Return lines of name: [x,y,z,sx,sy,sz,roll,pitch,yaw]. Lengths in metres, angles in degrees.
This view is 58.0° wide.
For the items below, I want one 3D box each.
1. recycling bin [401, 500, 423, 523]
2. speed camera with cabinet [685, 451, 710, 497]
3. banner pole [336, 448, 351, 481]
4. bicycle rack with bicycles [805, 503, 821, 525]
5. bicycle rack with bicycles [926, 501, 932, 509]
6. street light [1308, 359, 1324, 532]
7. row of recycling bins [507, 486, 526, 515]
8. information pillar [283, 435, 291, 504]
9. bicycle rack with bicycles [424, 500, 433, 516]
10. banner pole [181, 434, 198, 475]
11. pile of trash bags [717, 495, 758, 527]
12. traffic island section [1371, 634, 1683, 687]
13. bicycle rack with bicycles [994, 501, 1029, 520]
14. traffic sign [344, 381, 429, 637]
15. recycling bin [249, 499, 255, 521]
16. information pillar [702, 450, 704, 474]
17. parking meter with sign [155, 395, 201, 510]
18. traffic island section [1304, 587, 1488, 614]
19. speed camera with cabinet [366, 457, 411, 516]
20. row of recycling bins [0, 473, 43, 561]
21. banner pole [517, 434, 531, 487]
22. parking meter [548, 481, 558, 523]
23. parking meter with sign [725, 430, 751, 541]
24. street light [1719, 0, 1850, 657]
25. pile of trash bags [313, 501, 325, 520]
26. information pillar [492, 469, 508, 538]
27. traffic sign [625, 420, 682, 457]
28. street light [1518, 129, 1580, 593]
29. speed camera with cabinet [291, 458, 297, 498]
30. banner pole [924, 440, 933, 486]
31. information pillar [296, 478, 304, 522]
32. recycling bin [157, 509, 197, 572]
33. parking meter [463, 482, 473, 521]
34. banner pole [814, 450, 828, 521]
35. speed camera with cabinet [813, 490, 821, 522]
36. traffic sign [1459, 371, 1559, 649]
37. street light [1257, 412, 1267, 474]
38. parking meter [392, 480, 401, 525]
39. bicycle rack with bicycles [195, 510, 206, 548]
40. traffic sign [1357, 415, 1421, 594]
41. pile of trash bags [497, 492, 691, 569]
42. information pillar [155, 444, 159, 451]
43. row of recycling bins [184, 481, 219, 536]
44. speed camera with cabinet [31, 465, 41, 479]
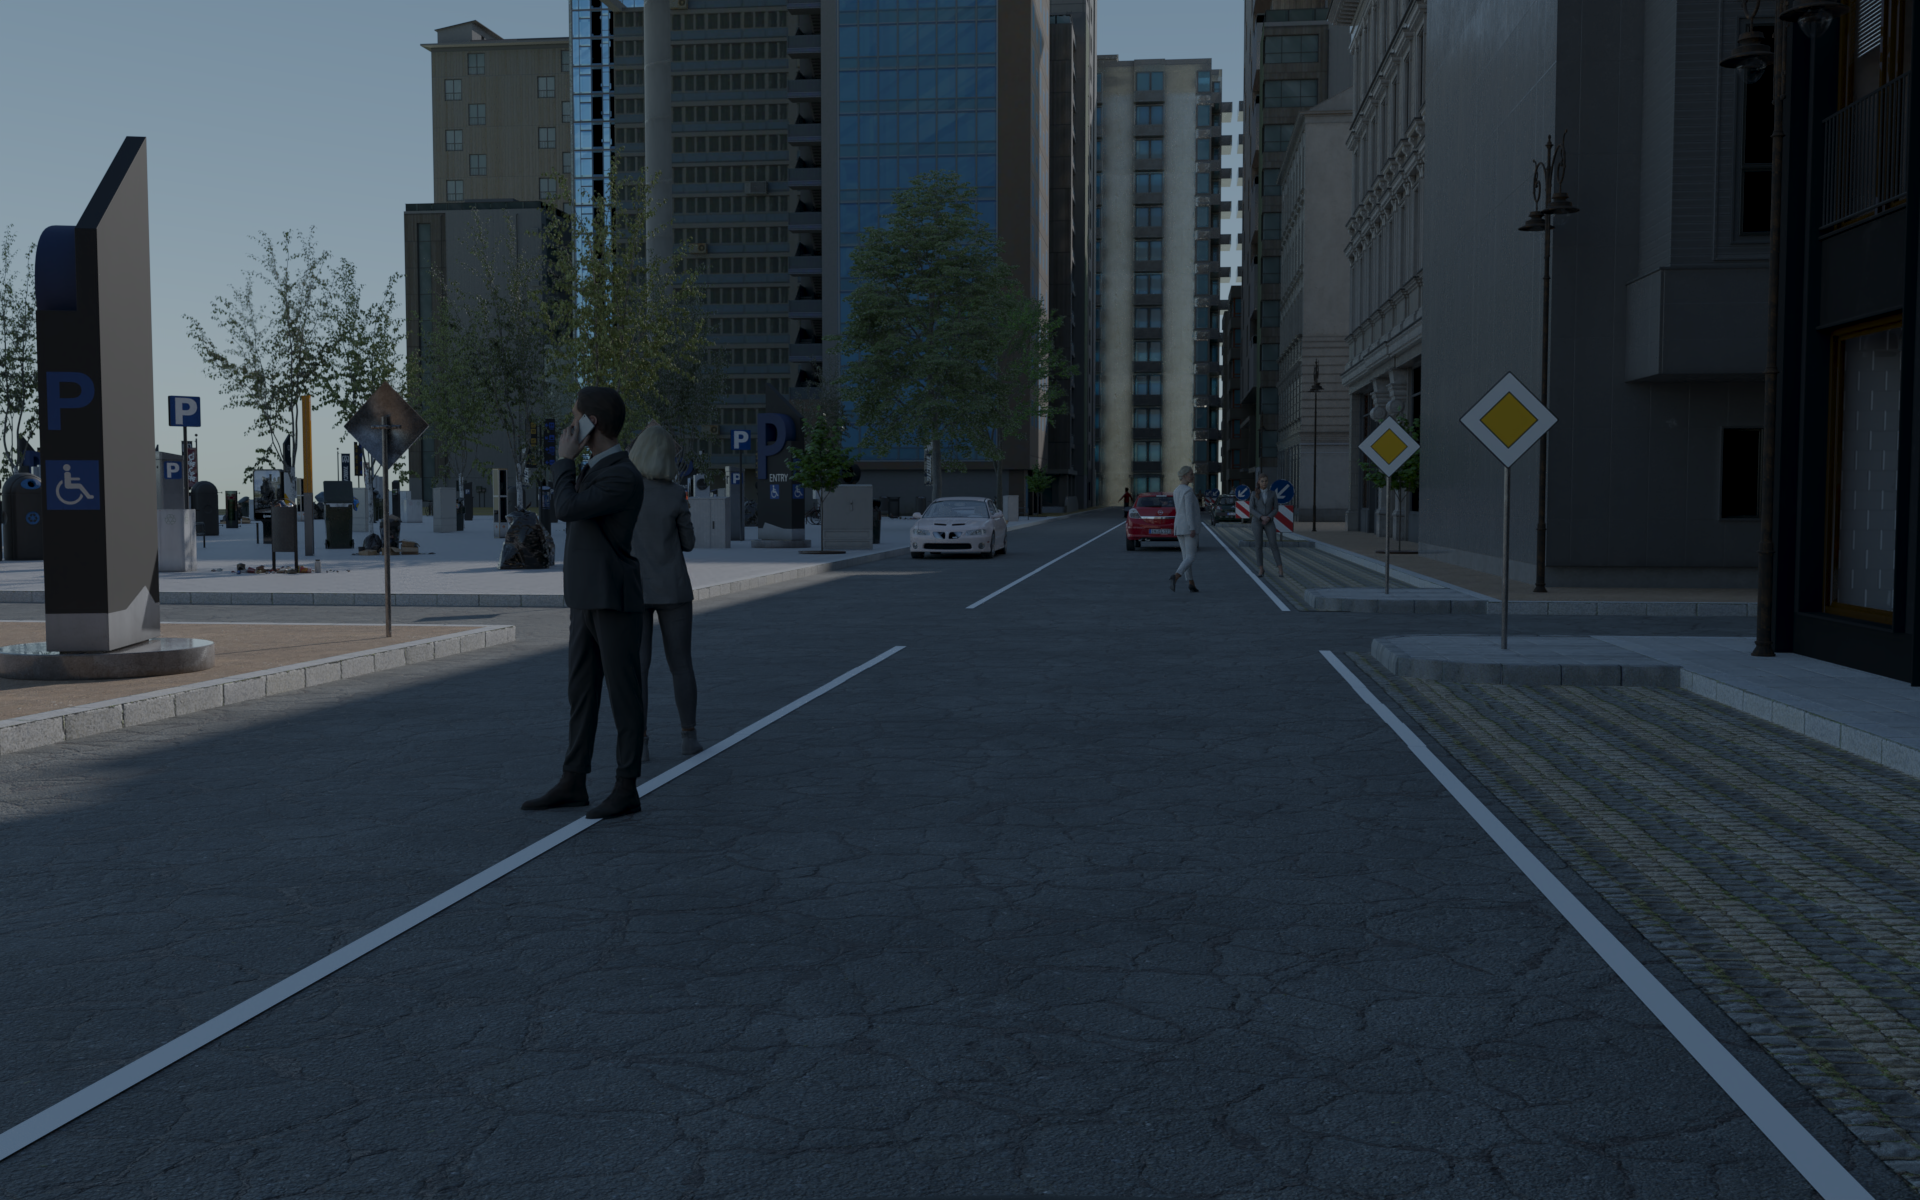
recycling bin: [-24.475,-3.961,77.318,0.722,1.027,0.722,-3,5,-39]
speed camera with cabinet: [-12.485,-5.182,79.060,2.038,3.252,0.660,-1,4,-16]
banner pole: [-33.308,-6.329,93.493,0.863,3.779,0.401,-2,4,-25]
bicycle rack with bicycles: [-5.572,-3.604,72.315,2.925,0.926,2.852,0,4,6]
bicycle rack with bicycles: [-0.634,-4.724,90.626,2.852,0.926,2.925,0,4,5]
street light: [12.148,-5.287,59.229,0.468,5.910,1.993,0,4,7]
row of recycling bins: [-22.505,-4.877,86.859,1.069,1.692,3.534,-2,4,-23]
information pillar: [-25.937,-4.615,66.810,0.183,3.616,0.504,0,4,7]
bicycle rack with bicycles: [-30.536,-5.226,98.819,2.852,0.926,2.925,-1,4,-17]
banner pole: [-31.761,-4.990,71.605,0.401,3.779,0.863,3,5,42]
pile of trash bags: [-9.538,-3.612,68.814,3.447,1.369,1.912,0,4,6]
traffic island section: [4.522,0.486,14.336,2.009,0.180,2.903,0,4,7]
bicycle rack with bicycles: [2.194,-4.420,85.656,2.852,0.926,2.925,-1,4,-14]
traffic sign: [-5.121,-0.724,15.472,0.795,2.450,0.064,0,4,7]
recycling bin: [-33.493,-4.302,82.886,0.722,1.027,0.722,1,4,18]
information pillar: [-13.547,-6.121,91.426,0.183,3.616,0.504,-1,4,-12]
parking meter with sign: [-14.382,-2.148,31.373,1.738,3.016,0.543,3,5,42]
traffic island section: [5.506,0.001,22.260,2.009,0.180,2.903,0,4,7]
speed camera with cabinet: [-27.952,-5.528,84.715,2.038,3.252,0.660,0,4,2]
row of recycling bins: [-17.819,-1.638,33.899,1.069,1.692,3.534,3,5,45]
banner pole: [-18.294,-5.051,72.605,0.863,3.779,0.401,2,4,27]
parking meter: [-18.118,-4.371,77.174,0.399,1.863,0.255,1,4,10]
parking meter with sign: [-6.182,-3.151,47.773,0.543,3.016,1.738,-1,4,-17]
street light: [6.367,-2.493,13.548,0.468,5.910,1.993,0,4,7]
pile of trash bags: [-32.045,-4.713,86.818,1.912,1.369,3.447,1,4,10]
information pillar: [-13.330,-2.798,50.235,0.304,2.012,0.304,3,5,41]
traffic sign: [-4.137,-1.208,23.396,0.795,2.450,0.064,0,4,7]
street light: [7.583,-3.038,22.456,0.468,5.910,1.993,0,4,7]
speed camera with cabinet: [-36.118,-5.994,92.346,0.660,3.252,2.038,2,4,31]
banner pole: [-1.110,-4.809,68.649,0.863,3.779,0.401,3,4,38]
information pillar: [-30.631,-4.652,80.555,0.304,2.012,0.304,2,4,33]
recycling bin: [-13.129,-0.988,28.700,0.722,1.027,0.722,0,4,-8]
parking meter: [-23.810,-4.776,83.794,0.399,1.863,0.255,0,4,-4]
banner pole: [-6.598,-5.694,83.109,0.863,3.779,0.401,-3,4,-36]
speed camera with cabinet: [-5.838,-5.307,81.112,2.038,3.252,0.660,-1,4,-19]
traffic sign: [4.497,-0.649,14.261,0.795,2.450,0.064,0,4,7]
street light: [16.688,-7.525,95.828,0.468,5.910,1.993,0,4,7]
parking meter: [-23.255,-4.020,71.434,0.255,1.863,0.399,0,4,-2]
bicycle rack with bicycles: [-18.767,-1.633,40.077,2.852,0.926,2.925,-1,4,-13]
traffic sign: [5.481,-1.134,22.186,0.795,2.450,0.064,0,4,7]
pile of trash bags: [-6.343,-1.241,30.042,3.447,1.369,1.912,1,4,9]
information pillar: [-37.762,-5.512,81.481,0.183,3.616,0.504,0,4,-8]
row of recycling bins: [-24.593,-2.817,53.179,3.534,1.692,1.069,0,4,-5]
speed camera with cabinet: [-28.638,-3.749,55.634,2.038,3.252,0.660,-2,4,-34]
